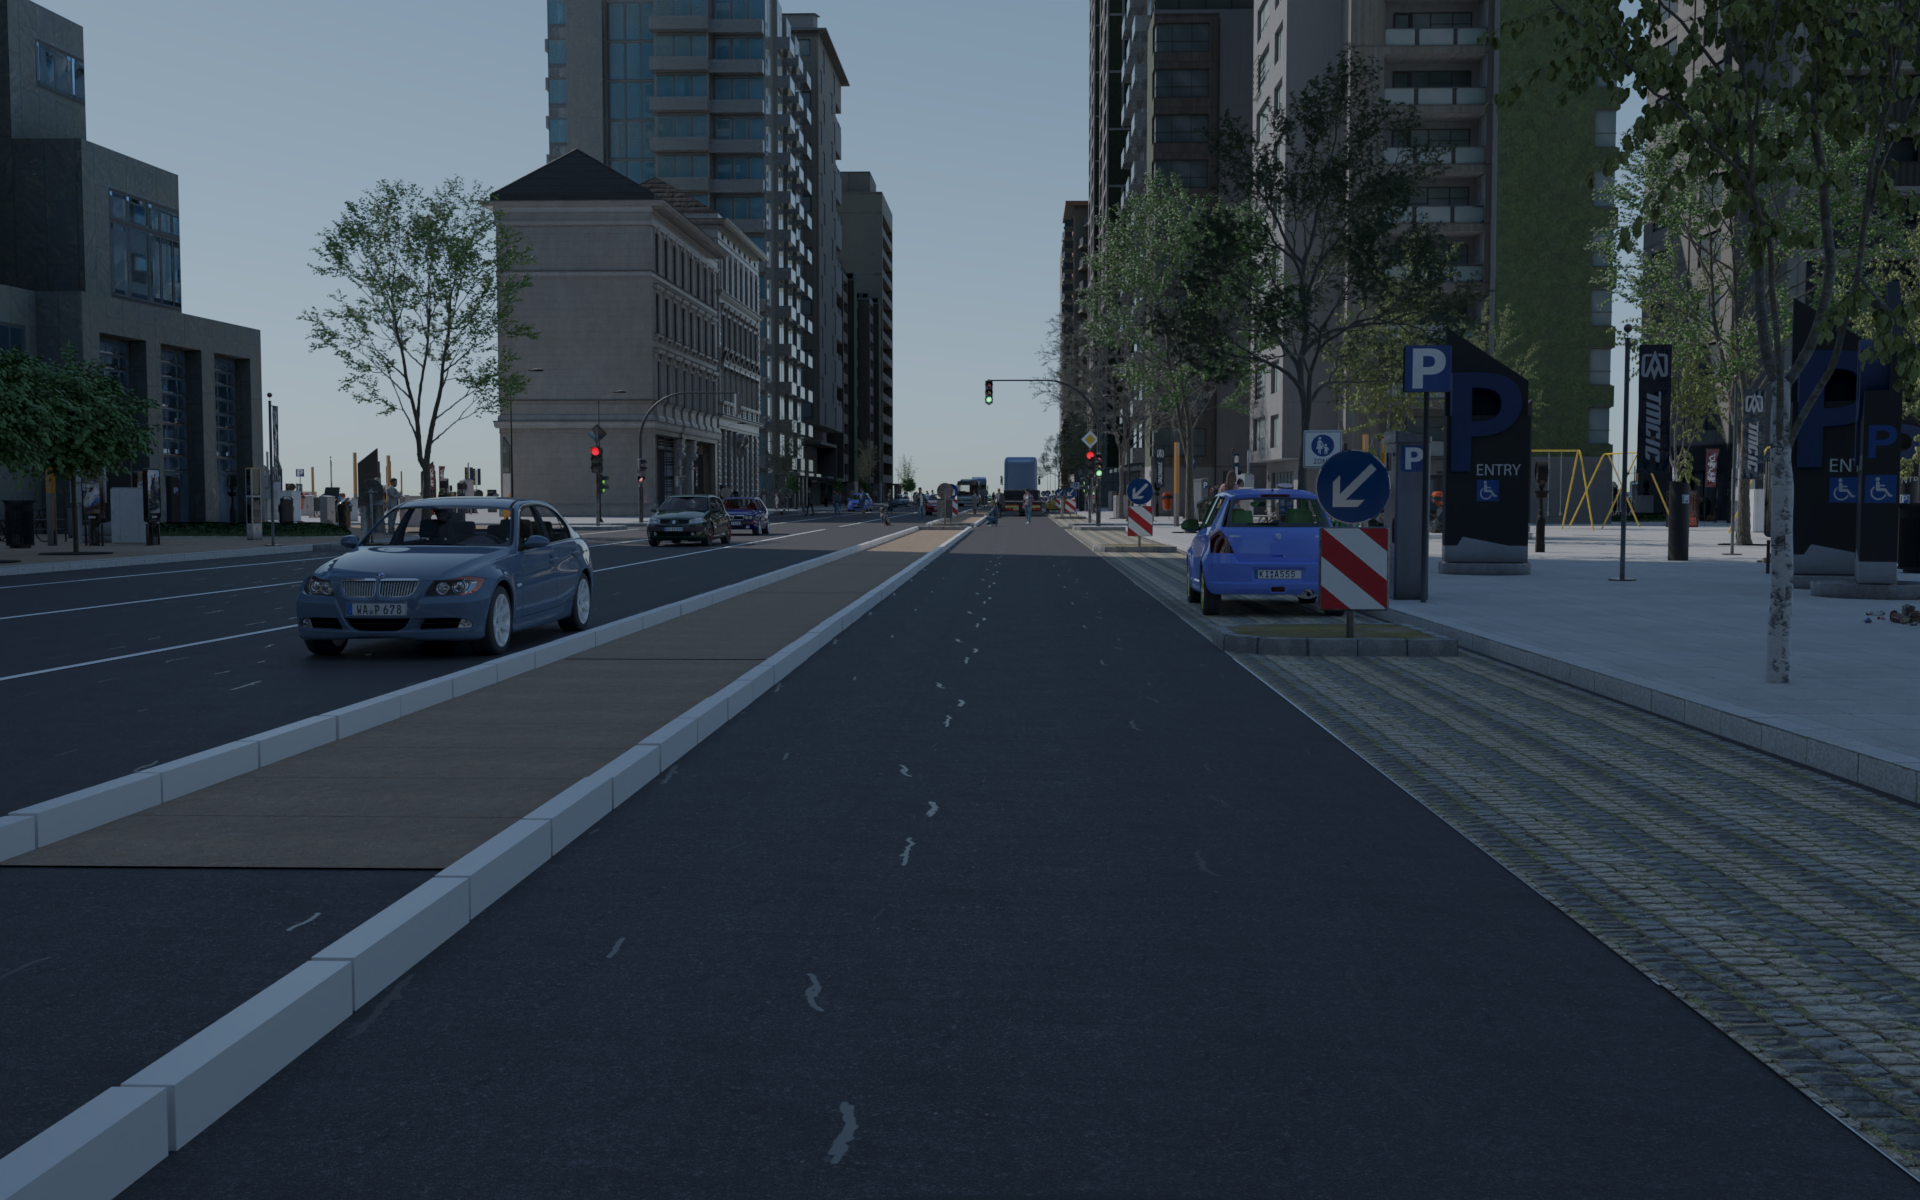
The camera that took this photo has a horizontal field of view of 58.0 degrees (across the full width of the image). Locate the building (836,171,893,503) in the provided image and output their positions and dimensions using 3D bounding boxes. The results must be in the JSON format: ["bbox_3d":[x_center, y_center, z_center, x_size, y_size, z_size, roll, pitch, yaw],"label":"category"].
[{"bbox_3d":[-21.576,-39.090,262.819,21.300,48.544,21.600,0,4,2],"label":"building"}]

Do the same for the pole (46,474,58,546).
[{"bbox_3d":[-22.489,-2.995,42.819,0.158,3.312,0.155,0,3,0],"label":"pole"}]

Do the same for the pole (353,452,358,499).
[{"bbox_3d":[-29.608,-5.563,84.802,0.158,3.312,0.155,0,3,0],"label":"pole"}]

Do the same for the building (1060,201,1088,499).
[{"bbox_3d":[25.934,-36.568,252.515,22.147,44.769,28.867,0,4,2],"label":"building"}]

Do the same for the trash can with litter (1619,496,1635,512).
[{"bbox_3d":[39.394,-5.586,102.714,1.055,1.170,0.624,0,4,3],"label":"trash can with litter"}]

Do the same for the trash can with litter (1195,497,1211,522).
[{"bbox_3d":[10.955,-4.159,79.385,1.055,1.170,0.624,-1,4,-21],"label":"trash can with litter"}]

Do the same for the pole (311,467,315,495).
[{"bbox_3d":[-48.338,-8.290,129.381,0.158,3.312,0.155,0,3,0],"label":"pole"}]

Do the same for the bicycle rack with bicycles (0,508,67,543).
[{"bbox_3d":[-25.246,-1.980,45.756,2.852,0.926,2.925,1,4,10],"label":"bicycle rack with bicycles"}]

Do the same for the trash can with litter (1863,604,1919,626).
[{"bbox_3d":[9.823,-0.377,17.216,1.678,1.210,2.233,0,4,5],"label":"trash can with litter"}]

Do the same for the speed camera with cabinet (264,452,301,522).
[{"bbox_3d":[-31.542,-5.269,80.488,2.038,3.252,0.660,2,4,30],"label":"speed camera with cabinet"}]

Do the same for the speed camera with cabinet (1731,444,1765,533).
[{"bbox_3d":[26.707,-3.921,58.440,0.660,3.252,2.038,0,4,3],"label":"speed camera with cabinet"}]

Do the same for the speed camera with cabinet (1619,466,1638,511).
[{"bbox_3d":[46.500,-7.715,120.478,2.038,3.252,0.660,-1,4,-21],"label":"speed camera with cabinet"}]

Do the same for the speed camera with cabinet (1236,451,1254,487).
[{"bbox_3d":[12.627,-5.193,79.241,0.660,3.252,2.038,-2,4,-27],"label":"speed camera with cabinet"}]

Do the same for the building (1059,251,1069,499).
[{"bbox_3d":[24.495,-39.950,303.300,14.600,45.320,14.200,0,4,2],"label":"building"}]

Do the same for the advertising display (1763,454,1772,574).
[{"bbox_3d":[13.417,-1.384,27.840,0.974,1.923,0.123,0,4,-6],"label":"advertising display"}]

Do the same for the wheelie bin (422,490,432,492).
[{"bbox_3d":[-36.446,-6.771,118.608,0.980,1.594,0.693,-1,4,-13],"label":"wheelie bin"}]

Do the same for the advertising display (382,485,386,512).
[{"bbox_3d":[-41.557,-7.314,124.792,0.974,1.923,0.123,-1,4,-16],"label":"advertising display"}]

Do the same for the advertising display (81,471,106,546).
[{"bbox_3d":[-21.377,-2.294,42.721,0.974,1.923,0.123,3,4,38],"label":"advertising display"}]

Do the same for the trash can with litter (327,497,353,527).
[{"bbox_3d":[-23.643,-3.330,65.828,1.055,1.170,0.624,-2,4,-29],"label":"trash can with litter"}]

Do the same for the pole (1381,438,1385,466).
[{"bbox_3d":[15.484,-4.252,63.357,0.158,3.312,0.155,0,3,0],"label":"pole"}]

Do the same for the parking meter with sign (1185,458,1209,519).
[{"bbox_3d":[11.398,-5.246,82.034,0.543,3.016,1.738,-2,4,-30],"label":"parking meter with sign"}]

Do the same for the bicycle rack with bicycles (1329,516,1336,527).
[{"bbox_3d":[10.329,-2.538,54.885,2.852,0.926,2.925,-2,4,-28],"label":"bicycle rack with bicycles"}]

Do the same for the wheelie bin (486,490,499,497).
[{"bbox_3d":[-32.567,-6.894,120.619,0.980,1.594,0.693,-1,4,-8],"label":"wheelie bin"}]

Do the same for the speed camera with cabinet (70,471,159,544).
[{"bbox_3d":[-21.809,-3.078,44.653,2.038,3.252,0.660,0,4,3],"label":"speed camera with cabinet"}]

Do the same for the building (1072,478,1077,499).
[{"bbox_3d":[28.829,-30.665,193.247,32.217,40.220,23.993,0,4,2],"label":"building"}]

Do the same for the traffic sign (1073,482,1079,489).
[{"bbox_3d":[9.991,-9.005,149.353,0.606,2.300,0.079,0,4,5],"label":"traffic sign"}]

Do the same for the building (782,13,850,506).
[{"bbox_3d":[-27.828,-37.127,196.271,28.713,52.752,27.495,0,4,2],"label":"building"}]

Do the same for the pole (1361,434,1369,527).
[{"bbox_3d":[13.778,-3.982,58.944,0.158,3.312,0.155,0,3,0],"label":"pole"}]

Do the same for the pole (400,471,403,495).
[{"bbox_3d":[-49.499,-9.768,153.543,0.158,3.312,0.155,0,3,0],"label":"pole"}]

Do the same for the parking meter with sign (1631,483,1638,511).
[{"bbox_3d":[46.523,-7.509,119.032,1.738,3.016,0.543,3,4,38],"label":"parking meter with sign"}]

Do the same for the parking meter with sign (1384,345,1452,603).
[{"bbox_3d":[5.495,-1.526,21.205,0.543,3.016,1.738,0,4,1],"label":"parking meter with sign"}]

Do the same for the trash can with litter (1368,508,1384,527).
[{"bbox_3d":[12.216,-2.430,51.121,0.624,1.170,1.055,-1,4,-21],"label":"trash can with litter"}]

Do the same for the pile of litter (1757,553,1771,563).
[{"bbox_3d":[15.638,-1.099,31.929,1.176,0.858,1.719,-2,4,-29],"label":"pile of litter"}]

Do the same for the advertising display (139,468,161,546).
[{"bbox_3d":[-20.183,-2.328,43.272,0.123,1.923,0.974,0,4,-7],"label":"advertising display"}]

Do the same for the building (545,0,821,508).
[{"bbox_3d":[-26.349,-33.504,167.398,23.786,49.044,30.456,0,4,2],"label":"building"}]

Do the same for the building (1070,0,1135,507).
[{"bbox_3d":[24.335,-47.491,214.725,20.563,71.187,20.611,0,4,2],"label":"building"}]

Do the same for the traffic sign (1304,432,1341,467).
[{"bbox_3d":[5.820,-1.573,27.853,0.606,2.300,0.079,1,4,11],"label":"traffic sign"}]

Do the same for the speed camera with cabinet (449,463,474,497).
[{"bbox_3d":[-31.514,-6.996,108.727,2.038,3.252,0.660,2,4,24],"label":"speed camera with cabinet"}]

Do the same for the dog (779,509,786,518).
[{"bbox_3d":[-10.821,-5.268,105.414,0.540,0.507,0.406,1,4,11],"label":"dog"}]

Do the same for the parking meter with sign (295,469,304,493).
[{"bbox_3d":[-45.983,-7.604,120.578,0.543,3.016,1.738,-2,4,-25],"label":"parking meter with sign"}]

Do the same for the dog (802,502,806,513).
[{"bbox_3d":[-12.087,-7.107,133.028,0.513,0.831,0.800,1,4,23],"label":"dog"}]

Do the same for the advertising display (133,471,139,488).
[{"bbox_3d":[-23.218,-2.677,48.984,0.123,1.923,0.974,-1,4,-15],"label":"advertising display"}]

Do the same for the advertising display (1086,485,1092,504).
[{"bbox_3d":[9.327,-7.323,124.944,0.123,1.923,0.974,-1,4,-19],"label":"advertising display"}]

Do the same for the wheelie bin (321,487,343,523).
[{"bbox_3d":[-28.116,-4.261,77.581,0.980,1.594,0.693,0,4,-5],"label":"wheelie bin"}]

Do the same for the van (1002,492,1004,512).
[{"bbox_3d":[4.250,-8.191,140.936,2.013,2.044,4.112,0,4,4],"label":"van"}]

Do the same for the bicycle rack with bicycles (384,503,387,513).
[{"bbox_3d":[-38.606,-6.270,115.894,2.925,0.926,2.852,-1,4,-17],"label":"bicycle rack with bicycles"}]

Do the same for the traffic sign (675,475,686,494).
[{"bbox_3d":[-15.280,-5.659,94.651,0.606,2.300,0.079,0,4,4],"label":"traffic sign"}]

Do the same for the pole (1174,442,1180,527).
[{"bbox_3d":[8.536,-4.550,68.239,0.158,3.312,0.155,0,3,0],"label":"pole"}]

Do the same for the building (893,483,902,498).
[{"bbox_3d":[-25.999,-36.356,286.297,32.217,40.220,23.993,0,4,2],"label":"building"}]

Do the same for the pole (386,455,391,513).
[{"bbox_3d":[-30.026,-5.945,91.040,0.158,3.312,0.155,0,3,0],"label":"pole"}]

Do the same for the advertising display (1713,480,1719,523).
[{"bbox_3d":[33.990,-4.444,77.880,0.123,1.923,0.974,2,4,27],"label":"advertising display"}]

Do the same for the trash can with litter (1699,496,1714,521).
[{"bbox_3d":[35.185,-4.284,81.435,0.624,1.170,1.055,-1,4,-12],"label":"trash can with litter"}]

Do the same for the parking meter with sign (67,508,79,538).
[{"bbox_3d":[-25.607,-3.351,51.051,0.543,3.016,1.738,0,4,8],"label":"parking meter with sign"}]

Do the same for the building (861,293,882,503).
[{"bbox_3d":[-18.629,-28.955,245.107,14.160,30.474,14.107,0,4,2],"label":"building"}]

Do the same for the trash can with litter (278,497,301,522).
[{"bbox_3d":[-24.576,-3.208,63.830,1.055,1.170,0.624,-1,4,-16],"label":"trash can with litter"}]

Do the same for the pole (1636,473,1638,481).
[{"bbox_3d":[54.918,-8.976,140.603,0.158,3.312,0.155,0,3,0],"label":"pole"}]

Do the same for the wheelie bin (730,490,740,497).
[{"bbox_3d":[-15.214,-6.676,117.064,0.693,1.594,0.980,0,4,-7],"label":"wheelie bin"}]

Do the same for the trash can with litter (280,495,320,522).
[{"bbox_3d":[-23.667,-2.987,59.896,1.678,1.210,2.233,2,4,27],"label":"trash can with litter"}]

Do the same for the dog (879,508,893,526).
[{"bbox_3d":[-3.254,-3.746,78.089,0.800,0.831,0.513,0,4,1],"label":"dog"}]
